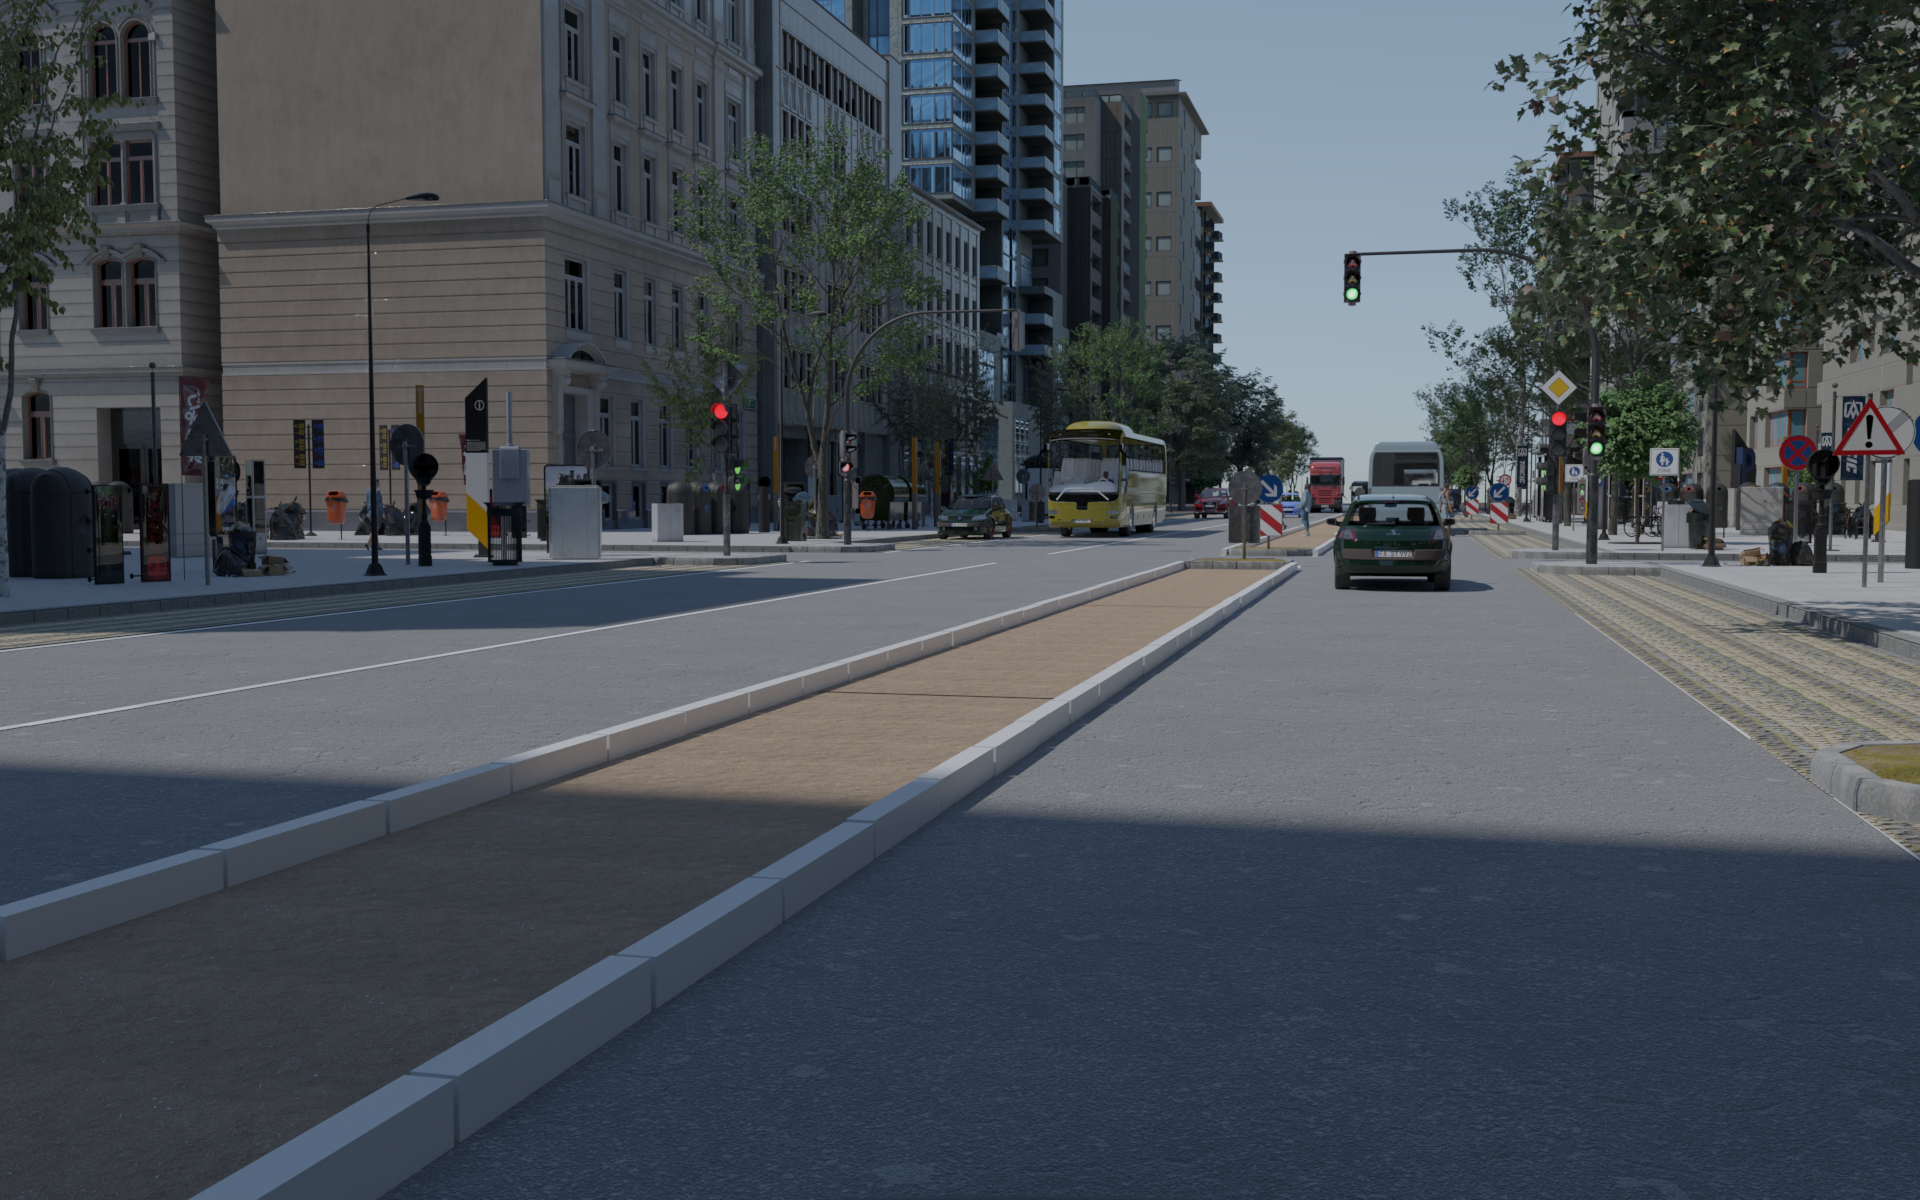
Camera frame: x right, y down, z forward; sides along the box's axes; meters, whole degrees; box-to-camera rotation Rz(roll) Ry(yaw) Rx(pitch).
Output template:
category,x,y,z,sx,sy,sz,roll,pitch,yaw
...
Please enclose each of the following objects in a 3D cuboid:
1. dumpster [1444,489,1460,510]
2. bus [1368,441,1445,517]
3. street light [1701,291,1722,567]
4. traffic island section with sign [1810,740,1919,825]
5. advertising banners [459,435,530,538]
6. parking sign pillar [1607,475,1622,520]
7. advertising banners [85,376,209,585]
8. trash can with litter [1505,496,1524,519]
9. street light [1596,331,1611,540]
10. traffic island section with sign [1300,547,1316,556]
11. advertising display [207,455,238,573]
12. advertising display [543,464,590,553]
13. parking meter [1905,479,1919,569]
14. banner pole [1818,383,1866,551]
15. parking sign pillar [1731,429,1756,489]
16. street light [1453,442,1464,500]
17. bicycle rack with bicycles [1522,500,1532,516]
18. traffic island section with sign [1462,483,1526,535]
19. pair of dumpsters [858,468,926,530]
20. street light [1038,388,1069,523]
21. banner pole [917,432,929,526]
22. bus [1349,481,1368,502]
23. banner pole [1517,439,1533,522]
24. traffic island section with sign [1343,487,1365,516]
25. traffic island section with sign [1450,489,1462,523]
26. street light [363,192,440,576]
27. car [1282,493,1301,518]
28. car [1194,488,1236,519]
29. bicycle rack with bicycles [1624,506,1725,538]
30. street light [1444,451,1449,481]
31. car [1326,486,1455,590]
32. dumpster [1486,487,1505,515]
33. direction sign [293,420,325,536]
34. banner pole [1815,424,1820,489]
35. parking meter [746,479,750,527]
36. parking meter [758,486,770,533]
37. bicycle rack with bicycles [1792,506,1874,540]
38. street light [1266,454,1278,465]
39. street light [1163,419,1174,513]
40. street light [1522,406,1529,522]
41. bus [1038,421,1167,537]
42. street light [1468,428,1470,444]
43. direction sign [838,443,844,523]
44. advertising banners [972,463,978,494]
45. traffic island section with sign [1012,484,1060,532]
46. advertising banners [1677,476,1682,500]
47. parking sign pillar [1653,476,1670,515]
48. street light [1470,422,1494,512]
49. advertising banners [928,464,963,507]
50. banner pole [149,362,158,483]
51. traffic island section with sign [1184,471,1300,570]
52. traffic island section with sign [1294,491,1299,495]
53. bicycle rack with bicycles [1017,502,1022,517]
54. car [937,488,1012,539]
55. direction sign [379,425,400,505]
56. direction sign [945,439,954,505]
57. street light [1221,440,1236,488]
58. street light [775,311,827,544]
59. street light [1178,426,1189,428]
category,x,y,z,sx,sy,sz,roll,pitch,yaw
dumpster,39.061,-7.970,138.532,1.865,1.857,1.264,1,4,16
bus,17.323,-4.416,67.060,2.948,3.499,13.247,1,4,15
street light,12.766,-3.551,30.596,1.470,5.913,1.316,1,4,14
traffic island section with sign,5.091,0.044,7.914,1.989,1.847,2.006,1,4,14
advertising banners,-13.570,-3.319,50.458,2.074,3.025,0.090,0,4,4
parking sign pillar,32.797,-6.039,87.205,1.447,3.967,1.447,2,4,27
advertising banners,-11.770,-1.775,25.209,0.090,3.025,2.074,2,4,28
trash can with litter,28.241,-4.725,88.642,0.624,1.170,1.055,0,4,-2
street light,17.435,-4.632,48.268,1.470,5.913,1.316,1,4,14
traffic island section with sign,7.325,-1.995,40.753,2.006,1.907,1.989,1,4,14
advertising display,-12.159,-1.430,28.587,0.123,1.923,0.974,0,4,-3
advertising display,-8.536,-1.983,37.635,0.974,1.923,0.123,0,4,-7
parking meter,16.447,-1.303,29.721,0.372,1.533,0.369,0,3,0
banner pole,19.862,-2.991,38.914,0.863,3.779,0.401,1,4,19
parking sign pillar,32.676,-5.123,72.229,1.447,3.967,1.447,-3,4,-38
street light,44.735,-11.069,153.517,1.470,5.913,1.316,1,4,14
bicycle rack with bicycles,33.444,-5.492,103.182,2.852,0.926,2.925,0,4,2
traffic island section with sign,18.819,-3.200,60.943,1.989,1.847,2.006,1,4,14
pair of dumpsters,-2.558,-3.773,64.175,1.574,2.255,4.437,1,4,14
street light,4.066,-6.319,75.859,1.470,5.913,1.316,1,4,14
banner pole,-1.586,-4.900,70.124,0.401,3.779,0.863,-3,4,-36
bus,55.252,-14.921,238.818,2.948,3.499,13.247,1,4,13
banner pole,25.763,-5.434,78.864,0.863,3.779,0.401,1,4,14
traffic island section with sign,26.166,-6.444,113.500,2.006,1.907,1.989,1,4,14
traffic island section with sign,25.598,-4.796,87.035,1.989,1.847,2.006,1,4,14
street light,-8.685,-3.328,26.950,1.470,5.913,1.316,1,4,14
car,20.024,-5.866,105.501,1.945,1.707,3.694,1,4,13
car,15.136,-5.746,102.621,2.281,1.827,5.304,1,4,16
bicycle rack with bicycles,21.118,-2.314,51.221,2.925,0.926,2.852,0,4,1
street light,52.937,-13.025,185.497,1.470,5.913,1.316,1,4,14
car,6.781,-1.069,27.259,2.009,1.686,4.222,1,4,13
dumpster,33.418,-6.241,107.794,1.264,1.857,1.865,1,4,14
direction sign,-19.850,-3.723,52.864,0.876,3.537,0.379,-1,4,-14
banner pole,30.871,-4.405,62.037,0.401,3.779,0.863,-2,4,-28
parking meter,-8.342,-3.753,67.076,0.399,1.863,0.255,2,4,33
parking meter,-6.524,-3.012,57.663,0.372,1.533,0.369,0,3,0
bicycle rack with bicycles,25.328,-2.246,50.106,2.852,0.926,2.925,3,5,39
street light,35.732,-13.841,198.842,1.470,5.913,1.316,1,4,14
street light,12.355,-8.273,107.800,1.470,5.913,1.316,1,4,14
street light,25.612,-6.565,79.883,1.470,5.913,1.316,1,4,14
bus,5.368,-4.299,61.827,2.896,3.916,12.252,1,4,14
street light,36.477,-9.141,121.989,1.470,5.913,1.316,1,4,14
direction sign,-5.199,-5.184,76.756,0.379,3.537,0.876,1,4,21
advertising banners,0.843,-6.091,95.771,0.090,3.025,2.074,0,4,-7
traffic island section with sign,2.875,-3.499,65.839,1.989,1.847,2.006,1,4,14
advertising banners,30.620,-4.728,73.483,0.090,3.025,2.074,1,4,12
parking sign pillar,43.111,-7.194,106.098,1.447,3.967,1.447,1,4,9
street light,33.827,-8.515,111.767,1.470,5.913,1.316,1,4,14
advertising banners,-0.841,-6.240,98.218,2.074,3.025,0.090,1,4,13
banner pole,-15.406,-2.636,33.122,0.401,3.779,0.863,-2,4,-28
traffic island section with sign,5.457,-1.556,33.584,2.006,1.907,1.989,1,4,14
traffic island section with sign,42.616,-12.878,219.190,1.989,1.847,2.006,1,4,14
bicycle rack with bicycles,3.501,-5.212,98.593,2.852,0.926,2.925,3,5,41
car,0.486,-2.807,55.680,2.009,1.686,4.222,1,4,14
direction sign,-18.656,-3.958,56.708,0.876,3.537,0.379,2,4,28
direction sign,-0.437,-4.848,71.263,0.379,3.537,0.876,-1,4,-22
street light,23.135,-10.842,149.811,1.470,5.913,1.316,1,4,14
street light,-4.052,-4.386,44.250,1.470,5.913,1.316,1,4,14
street light,14.947,-8.918,118.352,1.470,5.913,1.316,1,4,14
